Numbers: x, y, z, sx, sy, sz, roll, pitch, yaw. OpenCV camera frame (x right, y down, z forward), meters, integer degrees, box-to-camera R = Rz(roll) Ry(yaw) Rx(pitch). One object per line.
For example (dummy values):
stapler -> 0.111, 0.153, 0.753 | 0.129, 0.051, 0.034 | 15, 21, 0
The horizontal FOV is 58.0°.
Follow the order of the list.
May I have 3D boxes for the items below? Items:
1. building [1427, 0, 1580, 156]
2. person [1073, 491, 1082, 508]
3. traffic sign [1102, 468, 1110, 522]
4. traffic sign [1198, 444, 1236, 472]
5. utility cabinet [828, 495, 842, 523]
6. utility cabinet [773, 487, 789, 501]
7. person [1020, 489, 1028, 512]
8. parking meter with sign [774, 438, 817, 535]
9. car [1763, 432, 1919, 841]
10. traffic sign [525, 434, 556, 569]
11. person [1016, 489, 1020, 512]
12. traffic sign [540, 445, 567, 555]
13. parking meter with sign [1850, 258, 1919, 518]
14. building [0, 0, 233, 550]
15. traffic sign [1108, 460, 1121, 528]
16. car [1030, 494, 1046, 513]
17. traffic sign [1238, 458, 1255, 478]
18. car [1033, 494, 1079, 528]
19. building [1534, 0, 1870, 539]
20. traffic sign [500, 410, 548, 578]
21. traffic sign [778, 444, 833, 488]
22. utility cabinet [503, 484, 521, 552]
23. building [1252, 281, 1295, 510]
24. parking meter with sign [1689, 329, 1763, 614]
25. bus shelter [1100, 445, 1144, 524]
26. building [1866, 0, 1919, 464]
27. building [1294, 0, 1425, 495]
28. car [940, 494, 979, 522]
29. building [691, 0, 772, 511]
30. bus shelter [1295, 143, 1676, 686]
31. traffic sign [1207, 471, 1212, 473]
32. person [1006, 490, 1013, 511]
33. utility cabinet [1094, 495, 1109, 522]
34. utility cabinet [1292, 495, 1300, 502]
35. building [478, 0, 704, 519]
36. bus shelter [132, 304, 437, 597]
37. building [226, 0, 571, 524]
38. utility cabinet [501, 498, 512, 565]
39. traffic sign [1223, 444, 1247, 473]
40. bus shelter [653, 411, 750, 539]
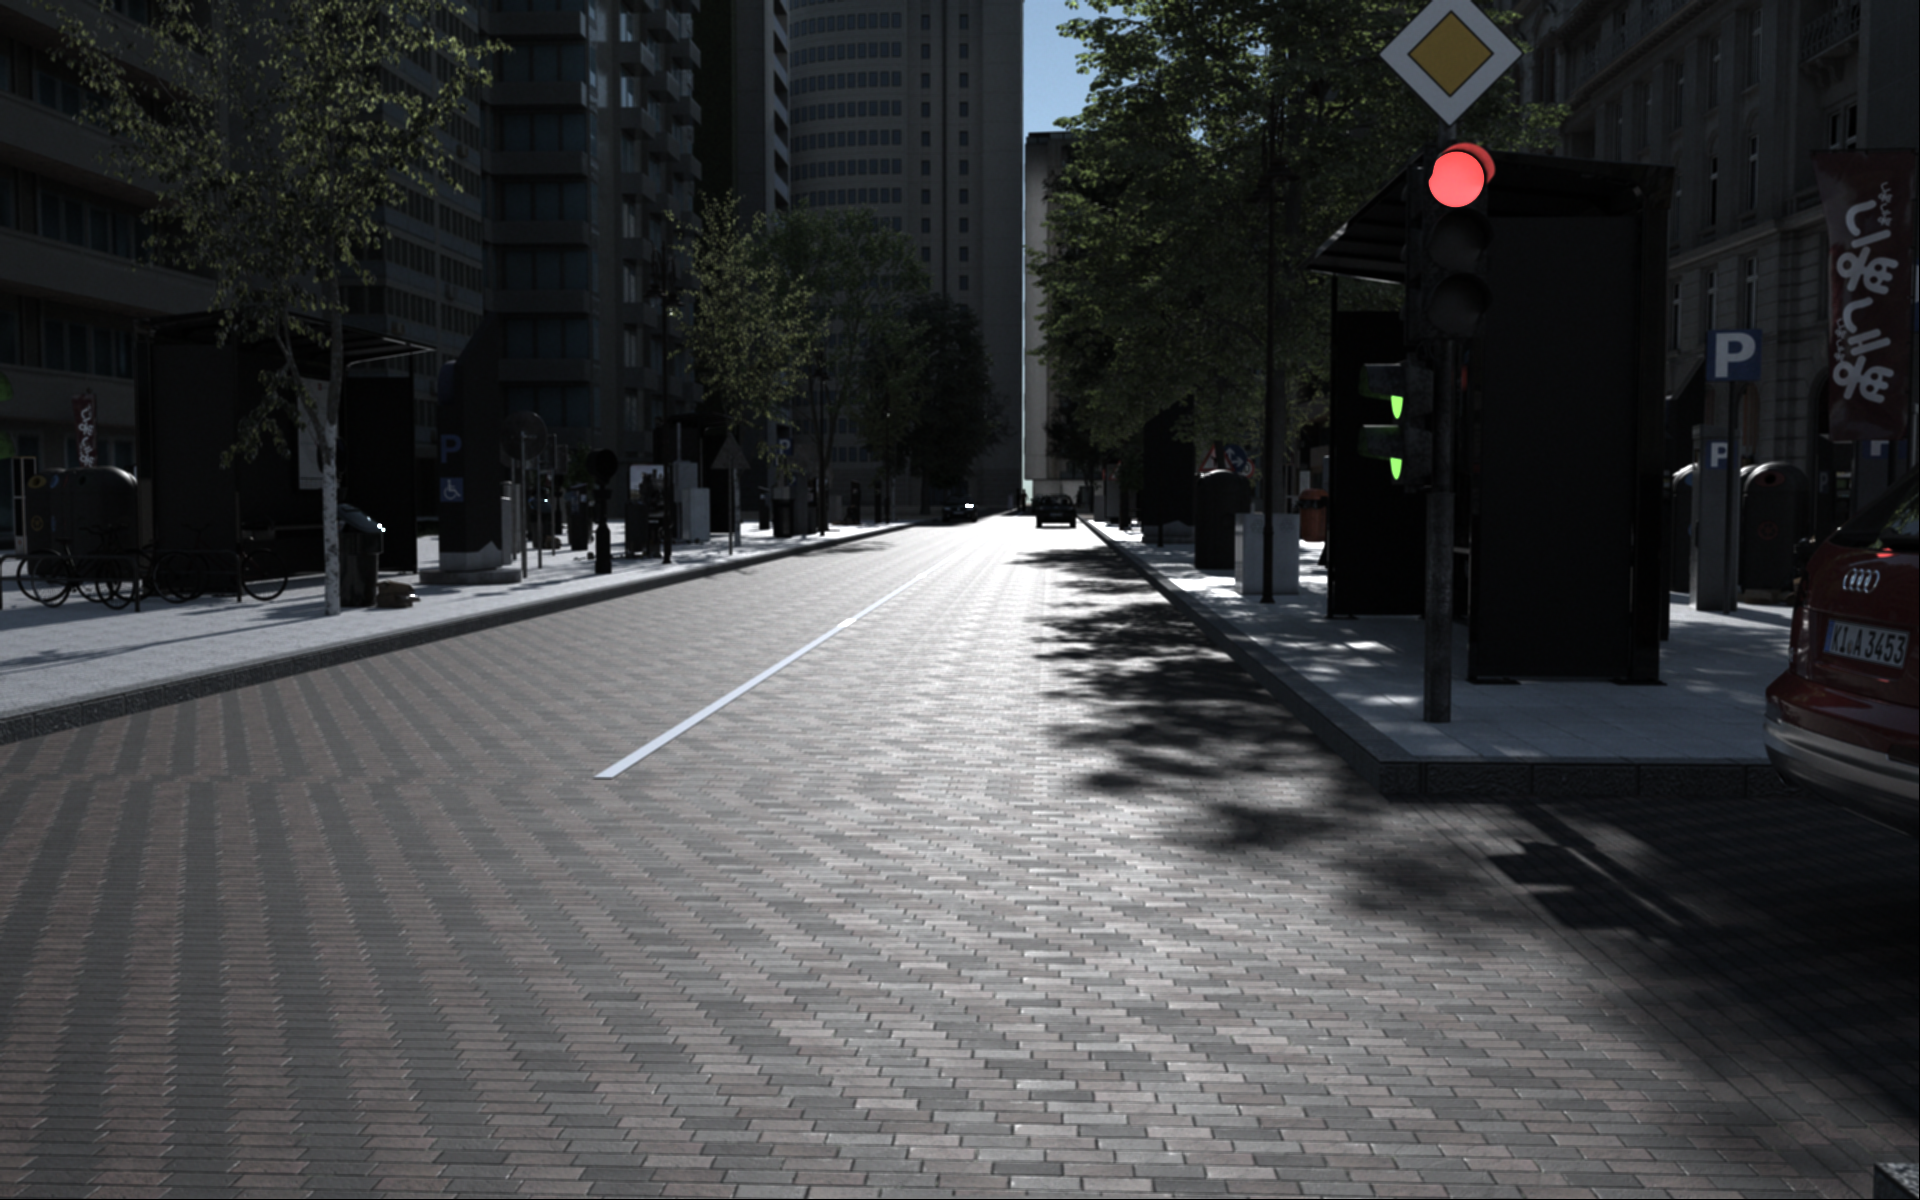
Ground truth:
building -> 27.800, -17.378, 71.517 | 14.401, 28.519, 23.554 | 0, 4, 3
person -> 11.232, -9.537, 165.138 | 0.721, 1.735, 1.217 | -3, 5, -41
traffic sign -> 6.795, -4.776, 78.193 | 0.768, 2.556, 0.104 | 0, 4, 6
traffic sign -> 6.052, -2.499, 40.859 | 0.884, 2.594, 0.081 | 0, 4, 7
utility cabinet -> -5.553, -4.036, 77.151 | 0.306, 1.237, 1.020 | -2, 4, -23
utility cabinet -> -5.403, -2.669, 52.316 | 0.318, 1.500, 1.173 | 0, 4, 4
person -> 5.052, -7.912, 137.800 | 0.705, 1.831, 1.348 | -2, 4, -33
parking meter with sign -> -5.127, -3.586, 54.892 | 0.543, 3.016, 1.738 | 2, 4, 23
car -> 5.372, 0.206, 5.299 | 5.304, 1.827, 2.281 | 0, 4, 4
traffic sign -> -7.223, -1.688, 29.733 | 0.606, 2.300, 0.079 | 1, 4, 12
person -> 4.507, -7.761, 135.022 | 0.705, 1.869, 1.348 | 0, 4, 3
traffic sign -> -8.479, -2.077, 36.082 | 0.606, 2.300, 0.079 | 0, 4, 4
parking meter with sign -> 7.314, -1.066, 13.683 | 0.543, 3.016, 1.738 | 2, 4, 25
building -> -31.607, -25.319, 37.667 | 21.300, 48.544, 21.600 | 0, 4, 3
traffic sign -> 6.058, -4.016, 65.663 | 0.884, 2.594, 0.081 | 1, 4, 10
car -> 6.336, -7.269, 130.654 | 2.131, 1.459, 4.920 | 0, 4, 4
traffic sign -> 9.794, -3.652, 59.822 | 0.768, 2.556, 0.104 | 0, 4, 7
car -> 4.184, -4.014, 75.422 | 2.009, 1.686, 4.222 | 0, 4, 3
building -> 25.870, -12.613, 48.028 | 13.314, 21.916, 24.055 | 0, 4, 3
traffic sign -> -6.667, -1.610, 26.428 | 0.768, 2.556, 0.104 | 0, 4, 7
traffic sign -> -6.347, -4.712, 70.911 | 2.265, 3.308, 0.079 | 0, 4, 4
utility cabinet -> -9.866, -1.801, 38.127 | 0.318, 1.500, 1.173 | -1, 4, -18
building -> 37.670, -17.450, 130.342 | 27.650, 21.520, 28.899 | 0, 4, 3
parking meter with sign -> 8.411, -1.404, 19.209 | 0.543, 3.016, 1.738 | 1, 4, 16
bus shelter -> 7.064, -4.906, 74.131 | 2.014, 3.302, 5.546 | 0, 4, 3
building -> 33.358, -12.779, 28.008 | 30.058, 24.678, 14.314 | 0, 4, 3
building -> 32.420, -29.340, 103.412 | 21.300, 48.544, 21.600 | 0, 4, 3
car -> 0.002, -4.859, 89.238 | 2.009, 1.686, 4.222 | 0, 4, 2
building -> -28.036, -36.400, 137.133 | 28.212, 58.520, 21.231 | 0, 4, 3
bus shelter -> 4.123, -1.432, 14.690 | 1.731, 3.624, 6.357 | 0, 4, 3
traffic sign -> 10.228, -4.203, 69.900 | 0.795, 2.450, 0.064 | 0, 4, 4
person -> 4.308, -8.539, 148.787 | 0.621, 1.740, 0.551 | 3, 5, 42
utility cabinet -> 6.689, -4.211, 80.009 | 1.020, 1.237, 0.306 | 2, 4, 35
utility cabinet -> 15.236, -4.106, 78.294 | 1.020, 1.237, 0.306 | 0, 4, 1
building -> -27.806, -29.477, 101.559 | 23.786, 49.044, 30.456 | 0, 4, 3
bus shelter -> -9.345, -2.040, 24.644 | 1.731, 3.624, 6.357 | 0, 4, 3
building -> -33.290, -23.104, 69.627 | 32.217, 40.220, 23.993 | 0, 4, 3
utility cabinet -> -8.660, -1.246, 31.526 | 1.020, 1.237, 0.306 | 2, 4, 23
traffic sign -> 6.960, -2.707, 44.357 | 0.768, 2.556, 0.104 | 0, 4, 7
bus shelter -> -7.665, -3.709, 51.931 | 1.731, 3.624, 6.357 | 0, 4, 3
